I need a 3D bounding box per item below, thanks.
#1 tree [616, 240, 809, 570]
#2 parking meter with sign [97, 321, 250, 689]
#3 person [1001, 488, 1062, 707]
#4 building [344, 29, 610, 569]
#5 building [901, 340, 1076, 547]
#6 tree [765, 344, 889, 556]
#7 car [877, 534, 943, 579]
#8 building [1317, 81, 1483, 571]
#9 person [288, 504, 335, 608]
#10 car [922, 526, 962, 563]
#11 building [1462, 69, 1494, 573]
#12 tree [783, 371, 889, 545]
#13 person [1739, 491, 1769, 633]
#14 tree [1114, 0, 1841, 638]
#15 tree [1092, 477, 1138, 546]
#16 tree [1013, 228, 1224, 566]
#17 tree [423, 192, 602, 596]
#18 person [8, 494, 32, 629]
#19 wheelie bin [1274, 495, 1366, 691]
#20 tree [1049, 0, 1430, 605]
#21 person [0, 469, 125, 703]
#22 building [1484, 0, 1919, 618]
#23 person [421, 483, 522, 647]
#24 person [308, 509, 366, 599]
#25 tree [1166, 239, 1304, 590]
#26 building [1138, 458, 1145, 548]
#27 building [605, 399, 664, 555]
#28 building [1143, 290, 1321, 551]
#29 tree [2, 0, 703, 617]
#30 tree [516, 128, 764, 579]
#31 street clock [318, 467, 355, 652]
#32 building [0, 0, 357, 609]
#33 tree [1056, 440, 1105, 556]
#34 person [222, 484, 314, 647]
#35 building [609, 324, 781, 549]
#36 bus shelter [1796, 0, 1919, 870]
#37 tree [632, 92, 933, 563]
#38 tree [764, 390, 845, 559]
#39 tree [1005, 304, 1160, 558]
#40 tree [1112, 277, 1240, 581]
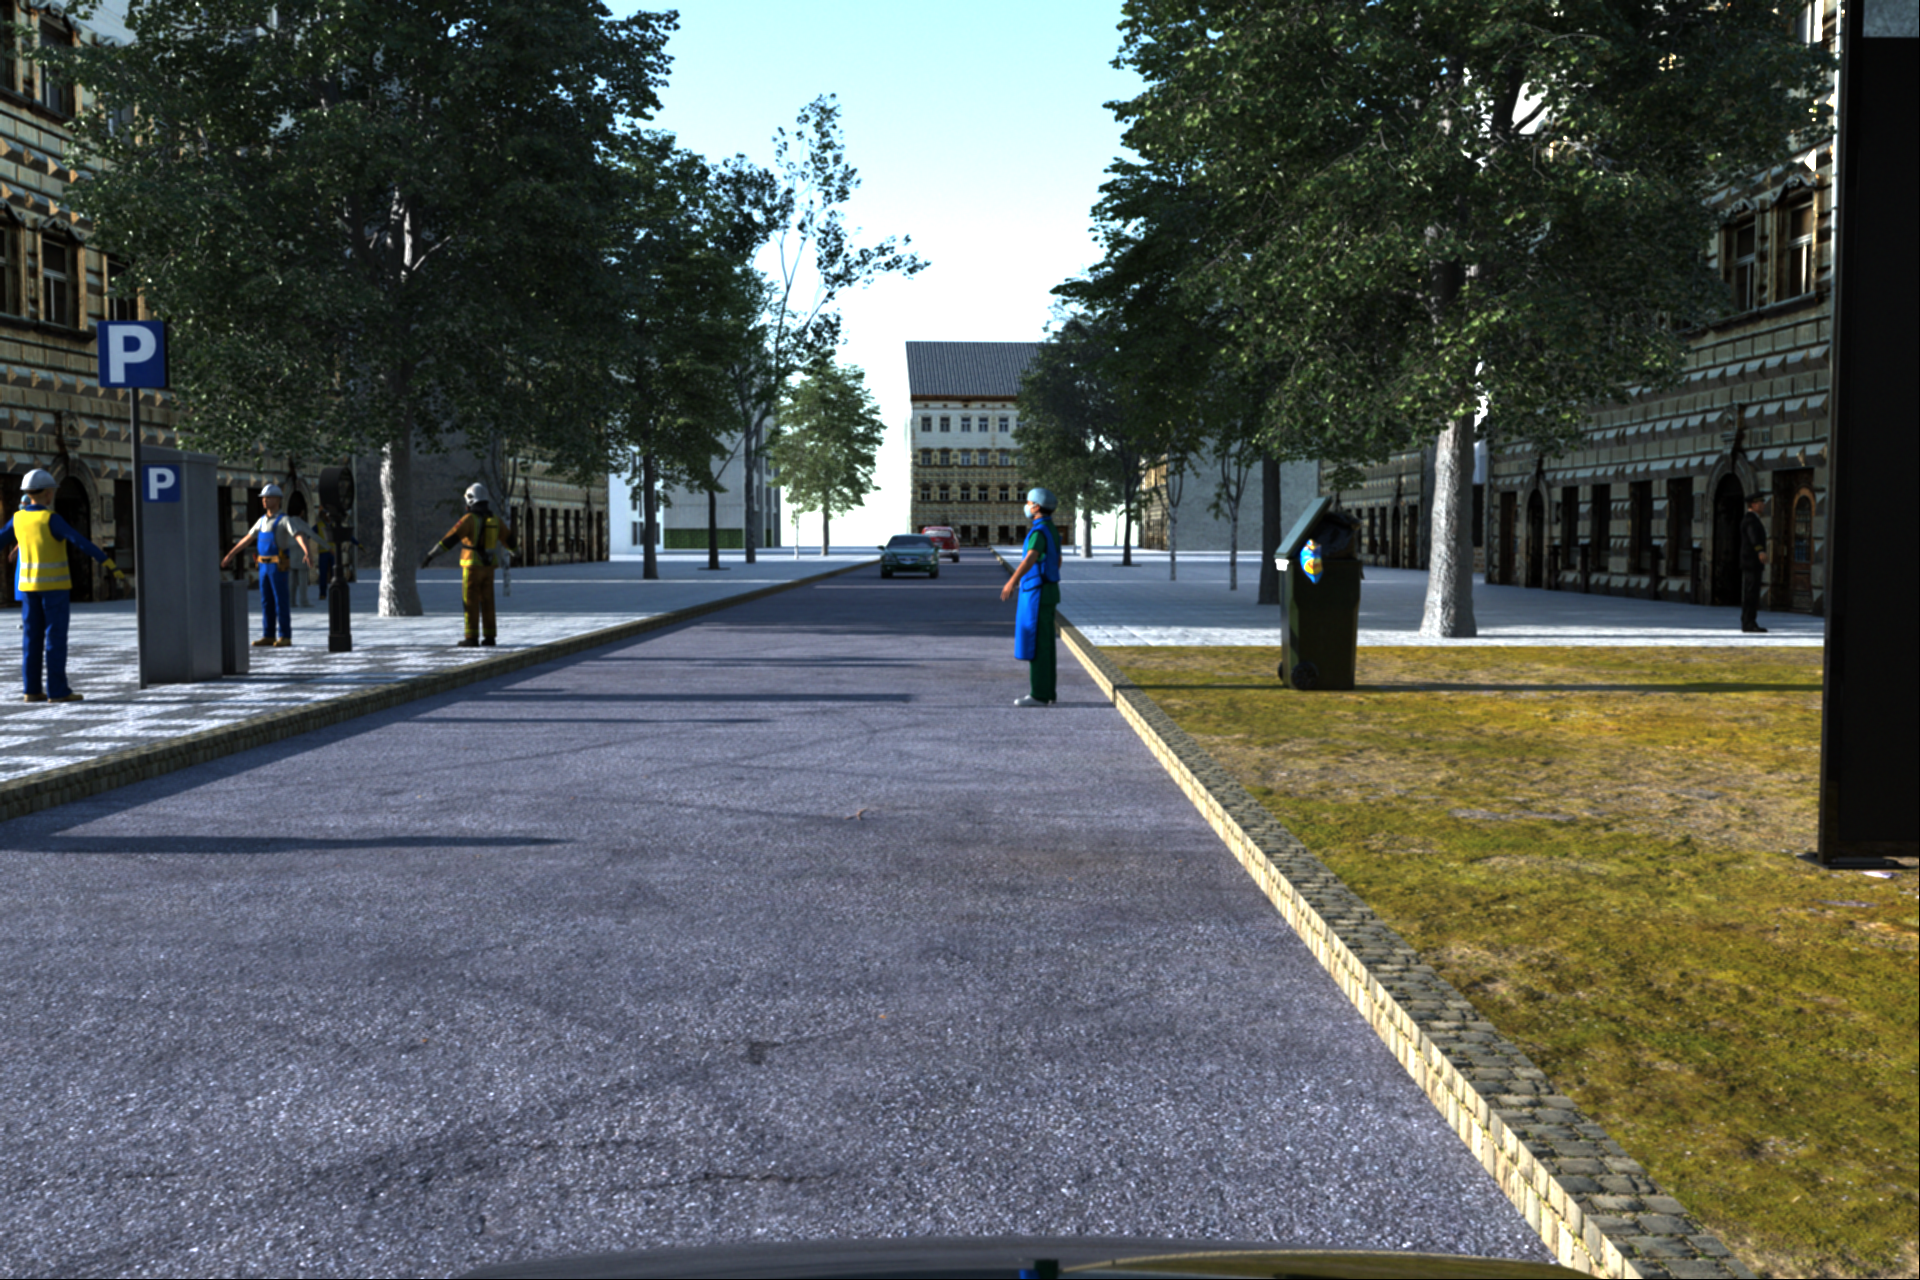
[{"bbox_3d":[-9.043,-8.352,62.309,9.928,11.665,9.643,0,3,0],"label":"tree"},{"bbox_3d":[-6.759,-1.150,15.066,0.543,3.016,1.738,0,3,0],"label":"parking meter with sign"},{"bbox_3d":[0.645,-0.361,14.486,0.704,1.817,1.347,1,4,18],"label":"person"},{"bbox_3d":[-25.971,-14.768,72.388,19.493,23.208,18.063,0,4,1],"label":"building"},{"bbox_3d":[2.821,-22.203,196.399,18.063,23.208,19.493,0,4,-5],"label":"building"},{"bbox_3d":[-8.019,-11.338,103.496,7.486,12.596,7.792,0,3,0],"label":"tree"},{"bbox_3d":[-1.630,-2.777,57.199,2.131,1.459,4.920,0,4,0],"label":"car"},{"bbox_3d":[25.511,-14.574,69.216,19.493,23.208,18.063,0,4,0],"label":"building"},{"bbox_3d":[-11.570,-1.476,30.319,1.347,1.806,0.705,1,4,16],"label":"person"},{"bbox_3d":[-1.063,-4.835,87.720,2.281,1.827,5.304,0,4,1],"label":"car"},{"bbox_3d":[21.908,-12.300,57.523,16.016,20.090,11.380,0,4,0],"label":"building"},{"bbox_3d":[-14.088,-20.877,197.224,12.611,20.169,13.585,0,3,0],"label":"tree"},{"bbox_3d":[10.398,-1.022,22.642,0.705,1.837,1.347,1,4,21],"label":"person"},{"bbox_3d":[6.098,-7.016,21.367,9.857,13.997,8.962,0,3,0],"label":"tree"},{"bbox_3d":[17.649,-15.779,192.395,7.601,10.594,8.767,0,4,3],"label":"tree"},{"bbox_3d":[6.833,-9.710,69.135,12.009,13.543,11.850,0,3,0],"label":"tree"},{"bbox_3d":[-9.356,-5.191,35.228,4.360,8.622,3.978,0,3,0],"label":"tree"},{"bbox_3d":[-12.452,-1.044,23.199,0.704,1.817,1.347,-3,5,-41],"label":"person"},{"bbox_3d":[2.999,-0.399,14.426,0.693,1.594,0.980,0,4,1],"label":"wheelie bin"},{"bbox_3d":[5.476,-6.950,31.753,7.486,12.596,7.792,0,3,0],"label":"tree"},{"bbox_3d":[-6.974,-0.418,13.296,1.216,1.772,0.721,1,4,12],"label":"person"},{"bbox_3d":[22.587,-12.451,34.495,19.493,23.208,18.063,0,4,1],"label":"building"},{"bbox_3d":[-5.499,-0.854,19.727,0.705,1.858,1.354,3,4,38],"label":"person"},{"bbox_3d":[-12.404,-1.717,34.047,1.349,1.833,0.705,-2,4,-28],"label":"person"},{"bbox_3d":[6.063,-5.447,39.422,4.360,8.622,3.978,0,3,0],"label":"tree"},{"bbox_3d":[26.069,-19.798,154.633,19.493,23.208,18.063,0,4,1],"label":"building"},{"bbox_3d":[-25.214,-10.964,121.403,9.099,9.664,28.070,0,4,0],"label":"building"},{"bbox_3d":[24.632,-18.660,136.022,19.493,23.208,18.063,0,4,1],"label":"building"},{"bbox_3d":[-8.875,-7.341,26.687,9.857,13.997,8.962,0,3,0],"label":"tree"},{"bbox_3d":[-9.101,-8.004,48.985,7.486,12.596,7.792,0,3,0],"label":"tree"},{"bbox_3d":[-6.751,-0.871,18.810,0.358,2.002,0.471,0,4,1],"label":"street clock"},{"bbox_3d":[-25.413,-12.570,36.455,19.493,23.208,18.063,0,4,1],"label":"building"},{"bbox_3d":[6.852,-9.331,102.927,4.737,8.622,4.395,0,3,0],"label":"tree"},{"bbox_3d":[-7.863,-0.853,19.804,1.347,1.847,0.705,2,4,24],"label":"person"},{"bbox_3d":[-26.682,-18.021,161.107,16.747,18.905,31.486,0,3,0],"label":"building"},{"bbox_3d":[3.842,-0.752,3.585,1.731,3.624,6.357,0,4,-1],"label":"bus shelter"},{"bbox_3d":[-8.055,-13.362,74.363,12.611,20.169,13.585,0,3,0],"label":"tree"},{"bbox_3d":[-8.588,-8.455,88.606,4.360,8.622,3.978,0,3,0],"label":"tree"},{"bbox_3d":[6.802,-11.445,93.775,9.857,13.997,8.962,0,3,0],"label":"tree"},{"bbox_3d":[5.938,-5.963,47.855,4.737,8.622,4.395,0,3,0],"label":"tree"}]
